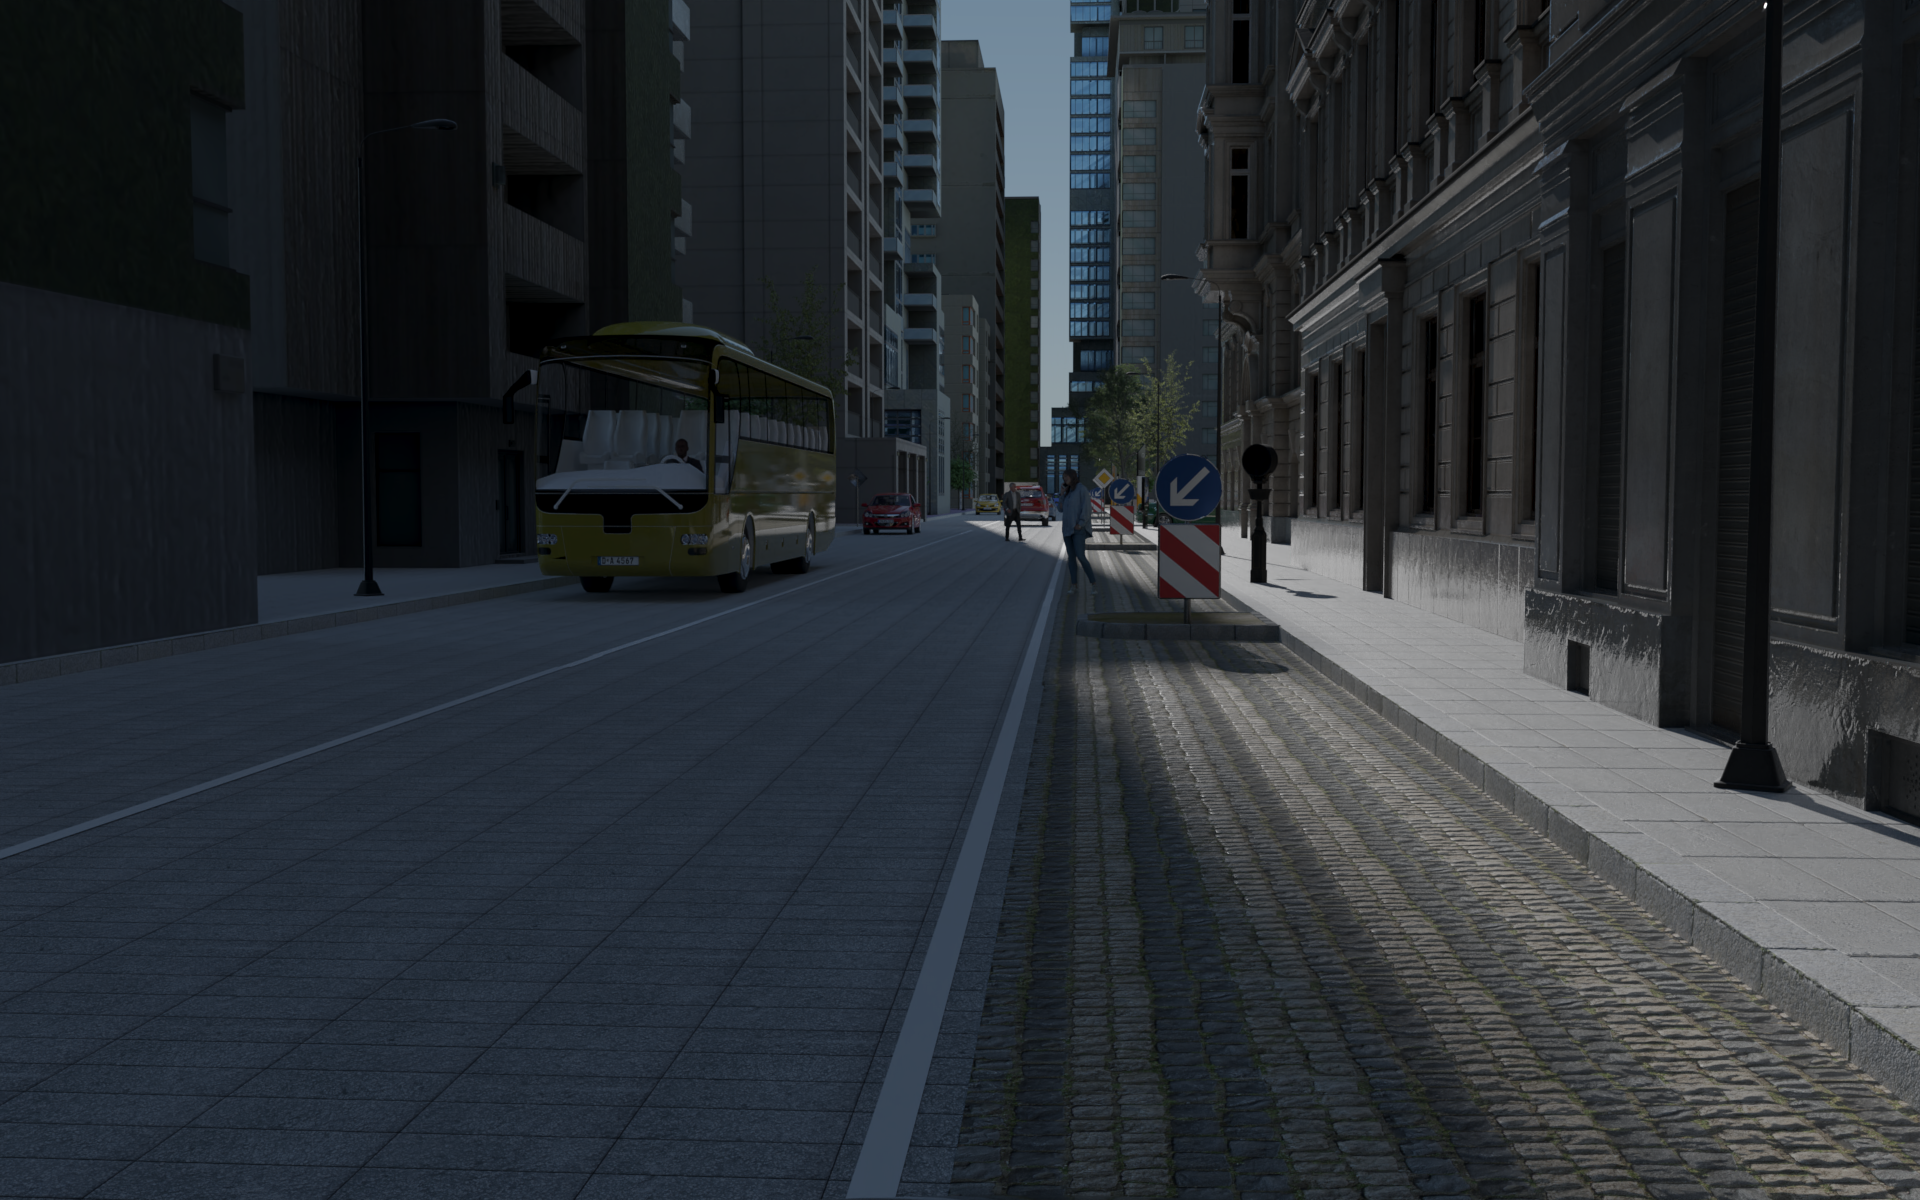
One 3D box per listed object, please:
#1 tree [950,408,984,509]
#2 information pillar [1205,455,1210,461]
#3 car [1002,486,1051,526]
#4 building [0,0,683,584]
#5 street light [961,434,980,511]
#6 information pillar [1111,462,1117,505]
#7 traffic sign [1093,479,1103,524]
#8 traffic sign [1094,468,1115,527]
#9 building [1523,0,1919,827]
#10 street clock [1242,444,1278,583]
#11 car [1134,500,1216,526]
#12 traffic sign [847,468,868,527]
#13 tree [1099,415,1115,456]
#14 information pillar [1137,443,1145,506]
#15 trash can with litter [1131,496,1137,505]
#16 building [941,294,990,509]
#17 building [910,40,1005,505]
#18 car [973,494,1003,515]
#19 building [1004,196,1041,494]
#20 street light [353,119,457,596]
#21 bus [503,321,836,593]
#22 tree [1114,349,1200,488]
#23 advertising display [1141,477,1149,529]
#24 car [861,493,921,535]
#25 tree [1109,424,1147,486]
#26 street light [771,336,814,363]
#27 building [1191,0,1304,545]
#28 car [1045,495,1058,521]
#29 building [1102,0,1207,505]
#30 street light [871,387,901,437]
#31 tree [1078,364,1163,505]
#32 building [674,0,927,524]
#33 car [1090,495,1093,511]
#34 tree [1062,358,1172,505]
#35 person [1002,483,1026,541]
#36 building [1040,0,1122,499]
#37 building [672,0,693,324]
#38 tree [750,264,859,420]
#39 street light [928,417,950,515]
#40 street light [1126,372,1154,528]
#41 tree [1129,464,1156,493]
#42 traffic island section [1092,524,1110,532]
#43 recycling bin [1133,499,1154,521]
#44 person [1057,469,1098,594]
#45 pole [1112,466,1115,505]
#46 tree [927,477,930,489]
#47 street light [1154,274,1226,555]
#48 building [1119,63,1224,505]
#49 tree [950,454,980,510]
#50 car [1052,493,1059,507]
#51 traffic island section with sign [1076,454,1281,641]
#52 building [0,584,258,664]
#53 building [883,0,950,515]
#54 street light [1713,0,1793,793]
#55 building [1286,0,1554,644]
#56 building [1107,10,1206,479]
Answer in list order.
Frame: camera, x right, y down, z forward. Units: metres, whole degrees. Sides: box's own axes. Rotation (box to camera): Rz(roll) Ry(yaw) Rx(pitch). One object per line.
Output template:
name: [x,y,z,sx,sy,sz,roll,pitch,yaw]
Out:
tree: [0.075,-12.029,147.030,4.360,8.622,3.978,0,3,0]
information pillar: [14.860,-6.892,104.039,0.183,3.616,0.504,-2,4,-25]
car: [3.024,-4.299,78.954,2.281,1.827,5.304,0,4,2]
building: [-13.768,-15.942,32.353,14.160,30.474,14.107,0,4,4]
street light: [0.814,-9.889,134.218,1.470,5.913,1.316,0,4,4]
information pillar: [11.399,-8.381,128.389,0.504,3.616,0.183,-2,4,-35]
traffic sign: [6.093,-4.336,74.531,0.795,2.450,0.064,0,4,4]
traffic sign: [5.541,-3.848,66.565,0.795,2.450,0.064,0,4,4]
building: [8.092,-9.383,2.566,9.793,20.994,18.267,0,4,4]
street clock: [4.325,-1.251,25.026,0.471,2.002,0.358,2,4,35]
car: [9.518,-3.557,69.948,4.920,1.459,2.131,0,4,2]
traffic sign: [-3.979,-3.890,67.242,0.795,2.450,0.064,0,4,4]
tree: [13.243,-11.500,138.394,4.360,8.622,3.978,0,3,0]
information pillar: [8.367,-5.420,79.964,0.504,3.616,0.183,-3,5,-41]
trash can with litter: [10.419,-5.498,101.282,0.624,1.170,1.055,-1,4,-18]
building: [-11.697,-19.611,165.674,27.650,21.520,28.899,0,4,4]
building: [-6.235,-34.646,190.166,21.300,48.544,21.600,0,4,4]
car: [1.956,-6.675,119.359,2.015,1.641,3.980,0,4,3]
building: [4.198,-34.049,240.295,14.086,41.232,14.154,0,4,4]
street light: [-6.928,-3.004,21.660,1.470,5.913,1.316,0,4,4]
bus: [-4.101,-2.256,28.431,2.896,3.916,12.252,0,4,4]
tree: [10.284,-8.476,88.950,4.360,8.622,3.978,0,3,0]
advertising display: [6.877,-3.614,64.304,0.123,1.923,0.974,1,4,16]
car: [-2.438,-3.272,62.536,2.155,1.783,4.494,0,4,4]
tree: [15.265,-12.759,158.969,4.737,8.622,4.395,0,3,0]
street light: [-4.990,-4.794,50.926,1.470,5.913,1.316,0,4,4]
building: [13.882,-14.016,48.241,14.460,24.649,34.723,0,4,4]
car: [4.331,-4.997,93.696,2.014,1.417,4.499,0,4,3]
building: [27.981,-47.336,212.193,20.563,71.187,20.611,0,4,4]
street light: [-3.261,-6.267,75.015,1.470,5.913,1.316,0,4,4]
tree: [14.019,-14.233,150.833,7.486,12.596,7.792,0,3,0]
building: [-12.219,-39.477,83.708,20.563,71.187,20.611,0,4,4]
car: [9.924,-7.382,132.695,2.014,1.417,4.499,0,4,3]
tree: [11.154,-11.290,119.006,7.601,10.594,8.767,2,4,33]
person: [1.641,-2.659,52.379,0.661,1.777,0.834,-2,4,-35]
building: [26.973,-56.809,241.492,31.000,86.520,22.319,0,4,4]
building: [-25.196,-26.808,57.921,30.456,49.044,23.786,0,4,4]
tree: [-5.342,-6.478,56.275,4.737,8.622,4.395,0,3,0]
street light: [-1.274,-8.080,104.649,1.470,5.913,1.316,0,4,4]
street light: [7.012,-5.719,66.046,1.470,5.913,1.316,0,4,4]
tree: [11.835,-7.067,110.150,1.663,3.219,1.824,0,3,0]
traffic island section: [5.565,-2.713,66.640,2.009,0.180,2.903,0,4,4]
recycling bin: [8.624,-4.213,81.443,0.722,1.027,0.722,-3,5,-39]
person: [1.692,-0.978,24.755,0.793,1.790,0.793,1,4,22]
pole: [11.159,-8.072,125.821,0.158,3.312,0.155,0,3,0]
tree: [-2.501,-6.477,100.501,1.663,3.219,1.824,0,3,0]
street light: [4.945,-3.926,36.732,1.470,5.913,1.316,0,4,4]
building: [22.587,-29.643,168.251,14.154,41.232,14.086,0,4,4]
tree: [-0.057,-9.651,141.506,4.285,4.588,4.351,0,3,0]
car: [9.375,-9.360,162.620,1.945,1.707,3.694,0,4,3]
traffic island section with sign: [2.194,-0.561,17.797,1.989,1.847,2.006,0,4,4]
building: [-14.439,-14.569,9.910,14.160,30.474,14.107,0,4,4]
building: [-11.453,-49.396,120.291,22.319,86.520,31.000,0,4,4]
street light: [2.943,-2.136,7.471,1.470,5.913,1.316,0,4,4]
building: [10.034,-9.581,21.275,10.561,19.102,19.286,0,4,4]
building: [30.415,-36.631,188.160,28.713,52.752,27.495,0,4,4]
